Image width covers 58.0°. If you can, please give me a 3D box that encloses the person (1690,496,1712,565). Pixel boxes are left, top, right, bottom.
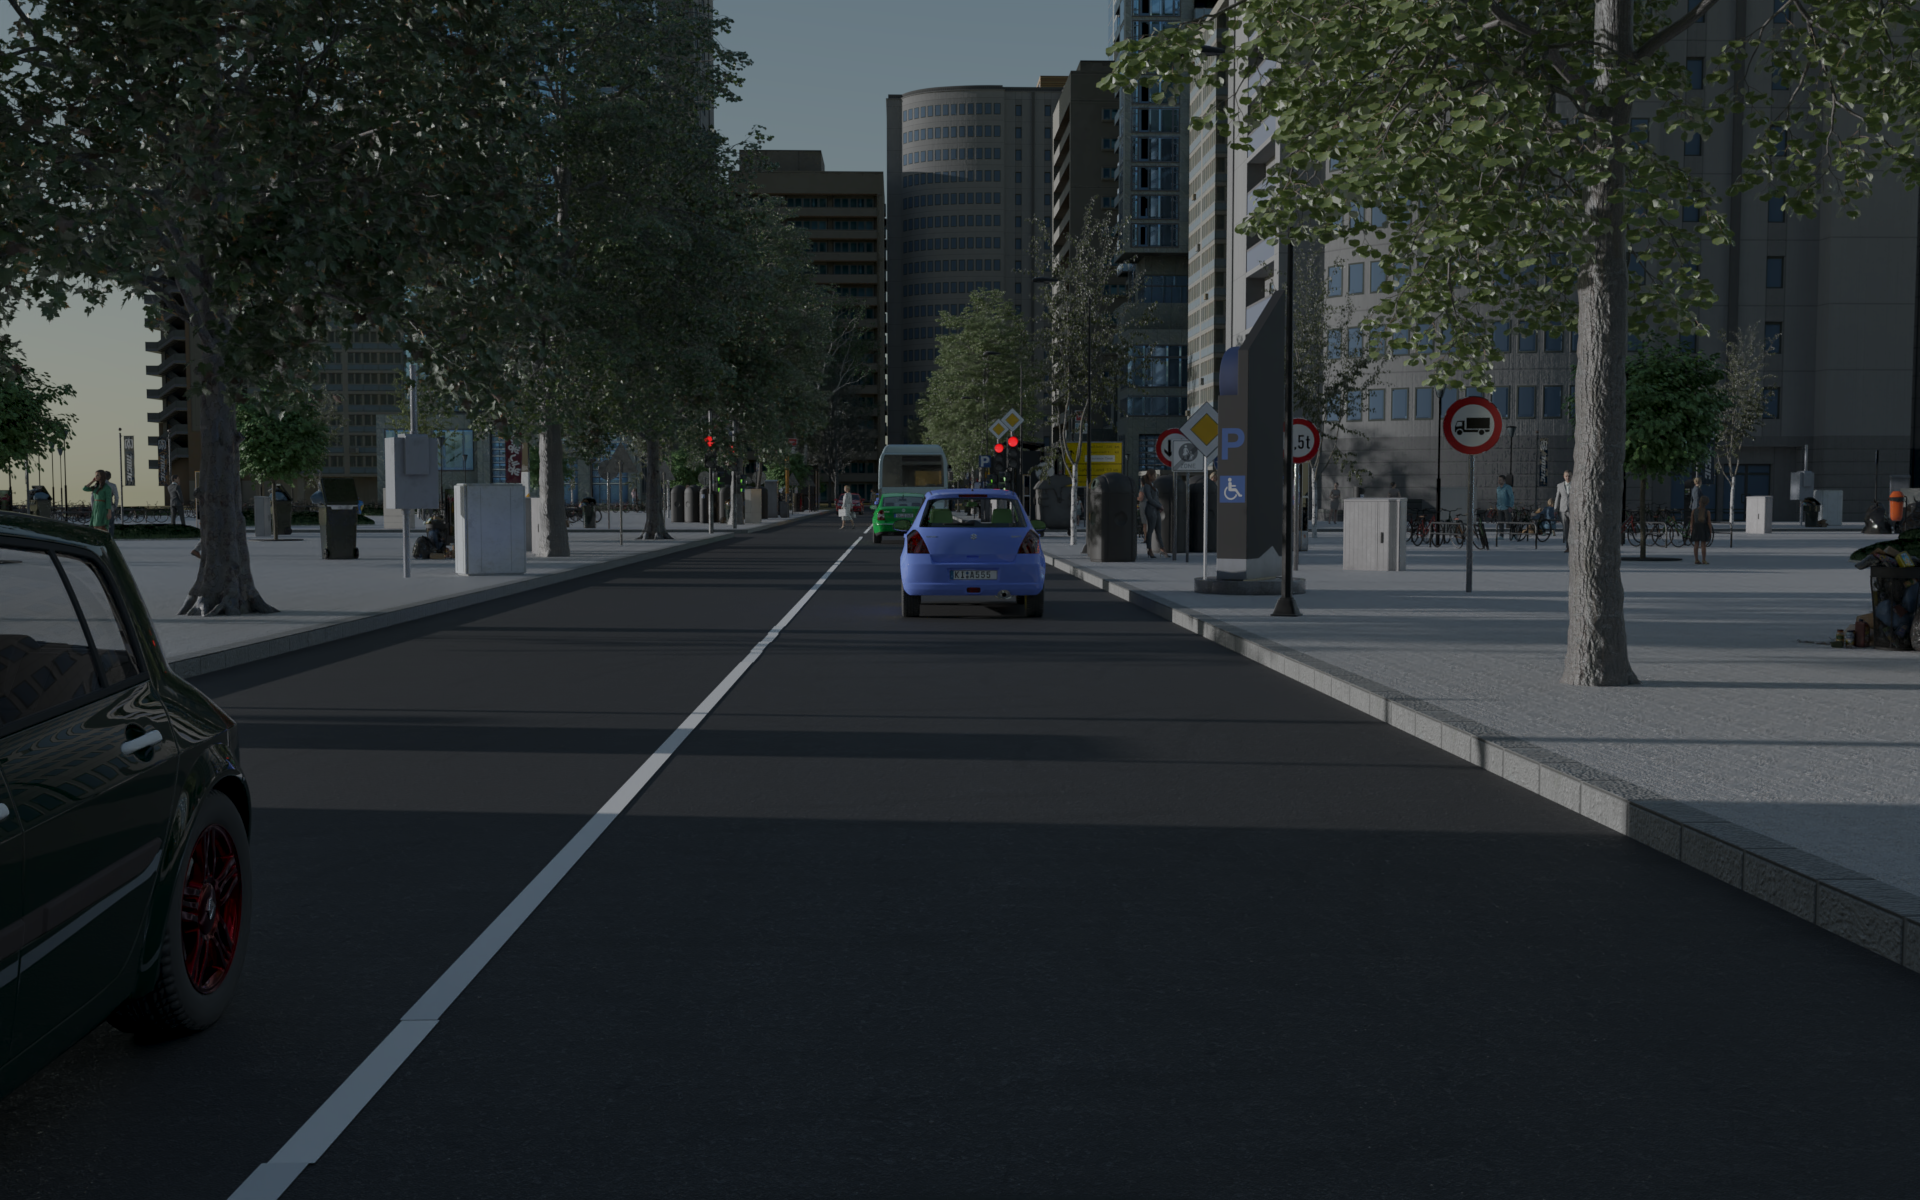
[{"bbox_3d":[13.477,-1.272,31.504,0.362,1.253,0.373,3,5,43],"label":"person"}]

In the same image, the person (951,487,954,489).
[{"bbox_3d":[-0.516,-7.596,130.252,0.388,1.821,0.555,0,4,3],"label":"person"}]

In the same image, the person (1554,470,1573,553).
[{"bbox_3d":[13.377,-1.946,37.987,0.709,1.813,0.853,2,4,28],"label":"person"}]

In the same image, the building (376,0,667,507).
[{"bbox_3d":[-37.474,-51.354,152.307,22.319,86.520,31.000,0,4,-2],"label":"building"}]

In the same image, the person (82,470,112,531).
[{"bbox_3d":[-17.979,-1.836,36.307,0.600,1.795,0.529,1,4,14],"label":"person"}]

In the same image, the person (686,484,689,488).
[{"bbox_3d":[-15.029,-5.461,95.427,0.694,1.812,0.767,-2,4,-27],"label":"person"}]

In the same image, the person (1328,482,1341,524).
[{"bbox_3d":[16.057,-4.148,74.196,0.599,1.781,0.374,-1,4,-9],"label":"person"}]

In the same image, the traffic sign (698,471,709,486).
[{"bbox_3d":[-14.294,-5.926,96.991,0.768,2.556,0.104,0,4,7],"label":"traffic sign"}]

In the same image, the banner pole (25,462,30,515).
[{"bbox_3d":[-28.373,-3.830,52.639,0.401,3.779,0.863,-2,4,-34],"label":"banner pole"}]

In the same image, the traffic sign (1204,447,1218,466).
[{"bbox_3d":[4.812,-2.083,33.798,0.795,2.593,0.064,0,4,2],"label":"traffic sign"}]

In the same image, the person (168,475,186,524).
[{"bbox_3d":[-25.429,-3.116,56.348,0.648,1.900,0.474,1,4,19],"label":"person"}]

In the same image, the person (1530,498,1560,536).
[{"bbox_3d":[17.920,-2.536,53.005,1.012,1.151,0.738,0,4,8],"label":"person"}]

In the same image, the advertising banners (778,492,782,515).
[{"bbox_3d":[-11.689,-6.670,105.234,2.074,3.025,0.090,2,4,30],"label":"advertising banners"}]

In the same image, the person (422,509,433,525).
[{"bbox_3d":[-22.439,-4.089,72.924,0.660,1.820,0.620,-1,4,-20],"label":"person"}]

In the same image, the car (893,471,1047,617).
[{"bbox_3d":[0.128,-0.726,21.462,1.945,1.707,3.694,0,4,-1],"label":"car"}]

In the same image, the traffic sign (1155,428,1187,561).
[{"bbox_3d":[4.139,-2.033,33.350,0.768,2.556,0.104,0,4,5],"label":"traffic sign"}]

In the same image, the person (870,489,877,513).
[{"bbox_3d":[-6.427,-7.301,127.971,0.391,1.810,0.635,2,4,24],"label":"person"}]

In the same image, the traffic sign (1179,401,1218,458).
[{"bbox_3d":[3.524,-1.525,24.665,0.795,2.593,0.064,0,4,0],"label":"traffic sign"}]

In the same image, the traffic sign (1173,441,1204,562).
[{"bbox_3d":[4.261,-1.853,32.425,0.606,2.300,0.079,0,4,4],"label":"traffic sign"}]

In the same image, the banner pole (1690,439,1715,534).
[{"bbox_3d":[23.671,-3.982,55.127,0.863,3.779,0.401,-1,4,-13],"label":"banner pole"}]

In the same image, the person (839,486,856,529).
[{"bbox_3d":[-4.584,-3.779,70.644,0.624,1.780,0.694,3,4,37],"label":"person"}]

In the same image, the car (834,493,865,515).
[{"bbox_3d":[-7.643,-6.799,120.204,2.155,1.783,4.494,0,4,-1],"label":"car"}]

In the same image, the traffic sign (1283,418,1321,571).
[{"bbox_3d":[5.624,-1.764,28.940,0.768,2.556,0.104,0,4,1],"label":"traffic sign"}]

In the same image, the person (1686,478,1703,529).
[{"bbox_3d":[22.120,-2.790,52.075,0.534,1.772,0.576,-1,4,-14],"label":"person"}]

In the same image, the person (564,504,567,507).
[{"bbox_3d":[-25.823,-6.131,111.787,1.012,1.151,0.738,1,4,8],"label":"person"}]

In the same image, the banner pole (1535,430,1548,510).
[{"bbox_3d":[22.718,-4.757,67.789,0.401,3.779,0.863,-1,4,-23],"label":"banner pole"}]

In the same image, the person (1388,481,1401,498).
[{"bbox_3d":[17.346,-3.831,69.016,0.599,1.781,0.374,1,4,17],"label":"person"}]

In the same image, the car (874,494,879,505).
[{"bbox_3d":[-9.798,-12.515,214.217,1.945,1.707,3.694,0,4,-4],"label":"car"}]

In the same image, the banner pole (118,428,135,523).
[{"bbox_3d":[-31.409,-4.602,65.254,0.863,3.779,0.401,1,4,17],"label":"banner pole"}]

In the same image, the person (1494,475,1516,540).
[{"bbox_3d":[15.324,-2.599,48.555,0.620,1.820,0.660,-2,4,-30],"label":"person"}]

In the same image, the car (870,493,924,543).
[{"bbox_3d":[-1.707,-2.626,51.728,1.959,1.807,4.718,0,4,-2],"label":"car"}]

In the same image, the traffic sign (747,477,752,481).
[{"bbox_3d":[-15.497,-7.693,125.887,0.768,2.556,0.104,0,4,8],"label":"traffic sign"}]

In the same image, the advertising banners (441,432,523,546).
[{"bbox_3d":[-11.872,-2.876,43.211,2.074,3.025,0.090,-1,4,-18],"label":"advertising banners"}]

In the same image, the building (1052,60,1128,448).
[{"bbox_3d":[21.742,-34.709,191.186,21.300,48.544,21.600,0,4,-2],"label":"building"}]

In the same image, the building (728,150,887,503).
[{"bbox_3d":[-21.242,-38.098,246.602,21.600,48.544,21.300,0,4,-2],"label":"building"}]

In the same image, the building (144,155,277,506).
[{"bbox_3d":[-79.880,-33.090,191.139,14.200,45.320,14.600,0,4,-2],"label":"building"}]

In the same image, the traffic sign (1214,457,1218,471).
[{"bbox_3d":[7.198,-2.847,46.656,0.768,2.556,0.104,0,4,-1],"label":"traffic sign"}]

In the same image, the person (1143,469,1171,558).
[{"bbox_3d":[3.971,-1.742,34.799,0.573,1.790,0.520,0,4,6],"label":"person"}]

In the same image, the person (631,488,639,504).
[{"bbox_3d":[-24.956,-7.742,133.214,0.593,1.750,0.643,-1,4,-15],"label":"person"}]

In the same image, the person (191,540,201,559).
[{"bbox_3d":[-14.805,-1.724,34.351,0.853,1.813,0.709,-3,5,-43],"label":"person"}]

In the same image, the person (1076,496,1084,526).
[{"bbox_3d":[4.759,-3.546,69.028,0.505,1.210,0.382,3,5,44],"label":"person"}]

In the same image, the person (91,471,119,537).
[{"bbox_3d":[-20.505,-2.179,41.522,0.661,1.843,0.795,0,4,-5],"label":"person"}]

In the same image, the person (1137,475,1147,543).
[{"bbox_3d":[4.837,-2.379,45.290,0.532,1.782,0.716,3,5,43],"label":"person"}]

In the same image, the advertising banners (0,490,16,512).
[{"bbox_3d":[-30.667,-3.545,54.154,2.074,3.025,0.090,-1,4,-10],"label":"advertising banners"}]

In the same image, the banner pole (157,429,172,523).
[{"bbox_3d":[-30.632,-4.698,66.835,0.401,3.779,0.863,1,4,19],"label":"banner pole"}]

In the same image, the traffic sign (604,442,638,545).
[{"bbox_3d":[-8.469,-2.646,43.259,0.884,2.594,0.081,0,4,4],"label":"traffic sign"}]

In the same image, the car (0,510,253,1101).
[{"bbox_3d":[-2.744,0.402,3.209,2.009,1.686,4.222,0,4,-4],"label":"car"}]

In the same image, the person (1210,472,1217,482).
[{"bbox_3d":[6.049,-2.106,40.662,0.709,1.800,0.728,2,4,34],"label":"person"}]

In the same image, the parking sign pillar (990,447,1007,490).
[{"bbox_3d":[2.168,-6.119,88.516,1.447,3.967,1.447,0,4,6],"label":"parking sign pillar"}]

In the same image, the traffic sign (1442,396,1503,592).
[{"bbox_3d":[6.654,-1.374,22.565,0.768,2.556,0.104,0,4,7],"label":"traffic sign"}]

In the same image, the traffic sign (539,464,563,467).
[{"bbox_3d":[-13.281,-3.434,56.251,0.768,2.556,0.104,0,4,4],"label":"traffic sign"}]

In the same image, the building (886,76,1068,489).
[{"bbox_3d":[3.656,-43.116,246.951,28.212,58.520,21.231,0,4,-2],"label":"building"}]

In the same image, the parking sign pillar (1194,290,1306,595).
[{"bbox_3d":[3.785,-2.082,22.510,1.447,3.967,1.447,2,4,31],"label":"parking sign pillar"}]

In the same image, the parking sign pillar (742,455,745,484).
[{"bbox_3d":[-12.500,-6.748,98.801,1.447,3.967,1.447,0,4,-6],"label":"parking sign pillar"}]

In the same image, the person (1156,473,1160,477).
[{"bbox_3d":[4.959,-2.256,43.106,0.526,1.800,0.537,3,5,44],"label":"person"}]
